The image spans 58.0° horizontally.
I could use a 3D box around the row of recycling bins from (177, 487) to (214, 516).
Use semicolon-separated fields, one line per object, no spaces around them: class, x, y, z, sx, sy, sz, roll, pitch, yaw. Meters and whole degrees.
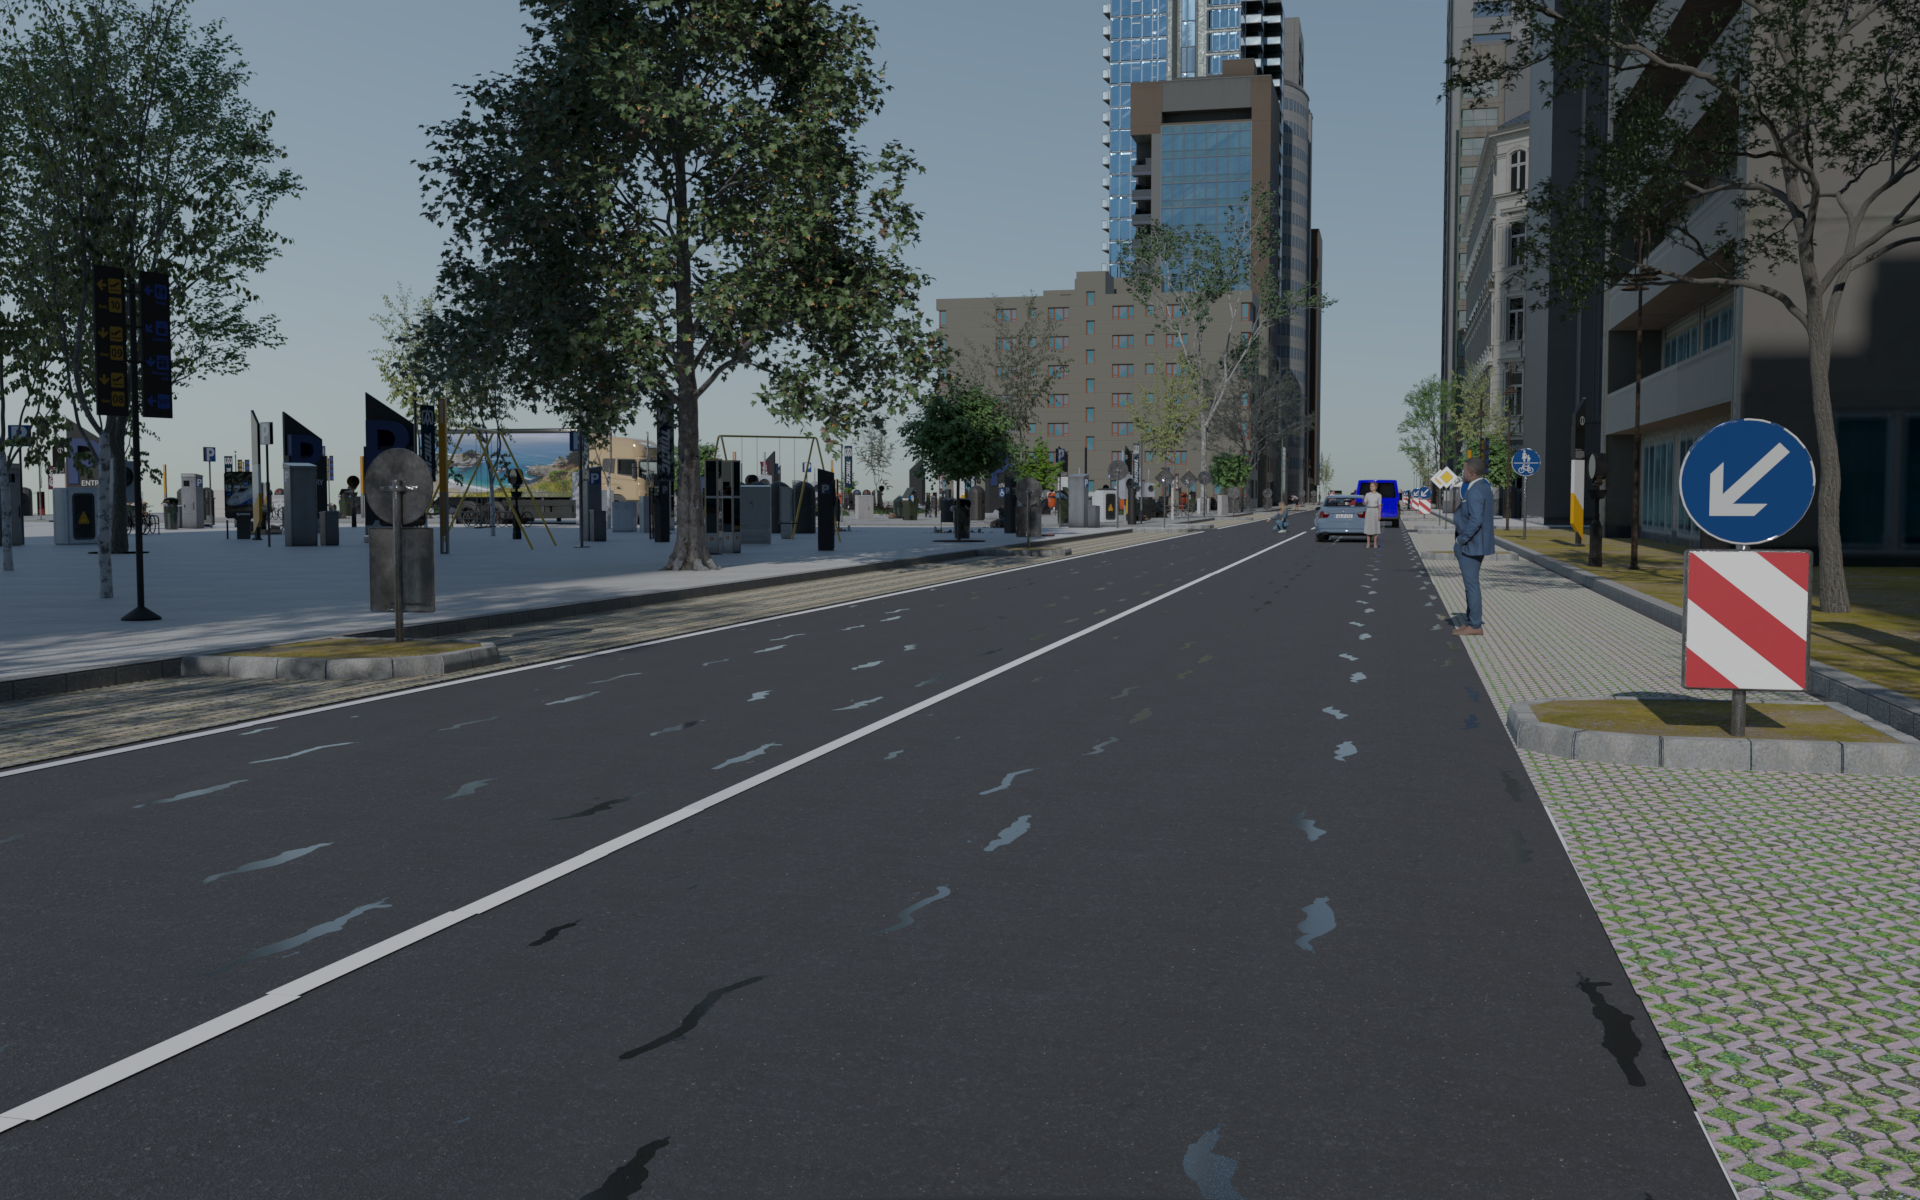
row of recycling bins;-46.251;-5.971;104.736;3.534;1.692;1.069;3;5;39

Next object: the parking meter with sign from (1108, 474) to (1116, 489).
parking meter with sign;11.877;-8.114;128.930;1.738;3.016;0.543;-2;4;-32

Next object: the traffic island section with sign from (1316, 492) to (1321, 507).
traffic island section with sign;40.072;-11.452;195.872;1.989;1.847;2.006;1;4;14

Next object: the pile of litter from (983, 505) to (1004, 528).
pile of litter;1.633;-3.174;65.867;1.719;0.858;1.176;1;4;18

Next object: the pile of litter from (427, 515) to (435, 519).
pile of litter;-28.377;-4.696;90.752;1.719;0.858;1.176;1;4;23

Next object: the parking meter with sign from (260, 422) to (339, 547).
parking meter with sign;-16.180;-2.829;42.523;0.543;3.016;1.738;3;5;44

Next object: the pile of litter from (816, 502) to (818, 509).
pile of litter;-9.015;-5.750;107.984;1.719;0.858;1.176;-3;5;-43

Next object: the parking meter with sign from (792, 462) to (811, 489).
parking meter with sign;-8.930;-6.087;95.782;0.543;3.016;1.738;-3;5;-39

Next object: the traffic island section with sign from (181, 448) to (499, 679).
traffic island section with sign;-4.940;-0.346;14.283;1.989;1.847;2.006;1;4;14

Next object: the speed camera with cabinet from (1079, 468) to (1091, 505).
speed camera with cabinet;9.496;-8.351;130.869;2.038;3.252;0.660;-2;4;-29

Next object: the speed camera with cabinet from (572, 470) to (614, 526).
speed camera with cabinet;-14.481;-4.528;68.362;0.660;3.252;2.038;2;4;23

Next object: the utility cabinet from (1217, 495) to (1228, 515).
utility cabinet;16.014;-5.770;105.496;0.306;1.237;1.020;2;4;31

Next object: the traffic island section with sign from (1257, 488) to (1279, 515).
traffic island section with sign;21.593;-6.894;121.336;1.989;1.847;2.006;1;4;14

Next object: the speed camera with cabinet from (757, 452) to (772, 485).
speed camera with cabinet;-9.835;-5.305;81.067;2.038;3.252;0.660;0;4;-3

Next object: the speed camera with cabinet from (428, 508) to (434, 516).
speed camera with cabinet;-31.827;-6.603;102.292;0.660;3.252;2.038;-3;5;-44

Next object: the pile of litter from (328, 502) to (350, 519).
pile of litter;-32.476;-4.657;90.099;1.719;0.858;1.176;3;5;44

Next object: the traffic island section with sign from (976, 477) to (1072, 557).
traffic island section with sign;1.555;-1.946;40.447;1.989;1.847;2.006;1;4;14

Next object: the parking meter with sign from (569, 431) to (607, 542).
parking meter with sign;-10.113;-3.124;47.334;0.543;3.016;1.738;-2;4;-31

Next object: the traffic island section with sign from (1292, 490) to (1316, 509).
traffic island section with sign;33.577;-9.852;169.708;1.989;1.847;2.006;1;4;14

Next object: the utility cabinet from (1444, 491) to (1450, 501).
utility cabinet;33.089;-6.603;116.636;1.173;1.500;0.318;-2;4;-35

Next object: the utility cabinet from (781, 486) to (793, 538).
utility cabinet;-5.008;-2.536;50.140;0.318;1.500;1.173;0;4;-4

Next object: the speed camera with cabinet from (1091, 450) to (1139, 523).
speed camera with cabinet;6.988;-5.118;78.008;2.038;3.252;0.660;-3;5;-41

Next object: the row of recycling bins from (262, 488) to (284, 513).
row of recycling bins;-47.770;-6.931;120.438;3.534;1.692;1.069;-1;4;-9

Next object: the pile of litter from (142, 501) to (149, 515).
pile of litter;-48.790;-5.451;103.081;1.719;0.858;1.176;3;4;36

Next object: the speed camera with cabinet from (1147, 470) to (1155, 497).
speed camera with cabinet;14.634;-8.871;139.382;2.038;3.252;0.660;-1;4;-18

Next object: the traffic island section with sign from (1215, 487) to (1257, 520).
traffic island section with sign;15.046;-5.278;94.918;1.989;1.847;2.006;1;4;14

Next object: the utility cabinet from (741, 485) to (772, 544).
utility cabinet;-5.377;-2.151;43.844;1.173;1.500;0.318;0;4;-2

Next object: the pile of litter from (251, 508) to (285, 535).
pile of litter;-22.023;-2.504;54.901;1.719;0.858;1.176;-2;4;-30

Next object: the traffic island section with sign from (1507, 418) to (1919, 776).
traffic island section with sign;4.198;-0.075;9.856;1.989;1.847;2.006;1;4;14

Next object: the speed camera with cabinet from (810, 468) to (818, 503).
speed camera with cabinet;-11.451;-8.287;129.822;2.038;3.252;0.660;-2;4;-27

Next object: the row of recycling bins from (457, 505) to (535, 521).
row of recycling bins;-21.746;-4.529;81.155;3.534;1.692;1.069;-1;4;-11

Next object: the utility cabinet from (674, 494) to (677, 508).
utility cabinet;-20.559;-7.247;127.162;0.318;1.500;1.173;2;4;31

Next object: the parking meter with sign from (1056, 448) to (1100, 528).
parking meter with sign;4.513;-4.257;65.862;1.738;3.016;0.543;2;4;35

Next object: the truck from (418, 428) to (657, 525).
truck;-17.816;-5.270;75.084;11.283;4.237;2.839;1;4;14

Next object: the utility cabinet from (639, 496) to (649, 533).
utility cabinet;-10.453;-2.843;57.637;0.306;1.237;1.020;-1;4;-18

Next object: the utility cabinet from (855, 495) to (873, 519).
utility cabinet;-4.899;-4.745;88.748;1.020;1.237;0.306;-3;5;-44

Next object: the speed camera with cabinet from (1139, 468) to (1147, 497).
speed camera with cabinet;12.868;-8.335;130.614;2.038;3.252;0.660;2;4;33

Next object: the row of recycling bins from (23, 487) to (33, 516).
row of recycling bins;-55.110;-5.695;100.225;1.069;1.692;3.534;1;4;8

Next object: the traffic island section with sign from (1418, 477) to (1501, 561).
traffic island section with sign;11.150;-1.793;37.948;1.989;1.847;2.006;1;4;14

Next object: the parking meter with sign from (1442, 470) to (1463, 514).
parking meter with sign;32.520;-7.188;113.780;1.738;3.016;0.543;-2;4;-26

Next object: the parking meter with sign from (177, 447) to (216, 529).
parking meter with sign;-28.501;-4.162;64.313;1.738;3.016;0.543;1;4;19

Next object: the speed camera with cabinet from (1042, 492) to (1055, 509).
speed camera with cabinet;7.451;-9.332;146.918;2.038;3.252;0.660;2;4;25

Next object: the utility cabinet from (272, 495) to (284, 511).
utility cabinet;-39.123;-5.425;99.856;1.020;1.237;0.306;-1;4;-21

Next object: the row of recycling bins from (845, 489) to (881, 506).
row of recycling bins;-8.726;-8.963;153.661;3.534;1.692;1.069;-1;4;-22

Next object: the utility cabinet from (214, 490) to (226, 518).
utility cabinet;-43.076;-5.679;101.527;1.173;1.500;0.318;-2;4;-31

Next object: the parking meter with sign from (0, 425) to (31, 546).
parking meter with sign;-23.651;-2.849;42.846;0.543;3.016;1.738;0;4;-1

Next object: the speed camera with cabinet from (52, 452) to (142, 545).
speed camera with cabinet;-22.196;-3.063;44.414;0.660;3.252;2.038;2;4;25

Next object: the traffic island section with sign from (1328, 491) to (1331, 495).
traffic island section with sign;60.005;-16.376;276.367;1.989;1.847;2.006;1;4;14

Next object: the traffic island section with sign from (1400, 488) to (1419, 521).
traffic island section with sign;24.408;-5.066;91.462;1.989;1.847;2.006;1;4;14
